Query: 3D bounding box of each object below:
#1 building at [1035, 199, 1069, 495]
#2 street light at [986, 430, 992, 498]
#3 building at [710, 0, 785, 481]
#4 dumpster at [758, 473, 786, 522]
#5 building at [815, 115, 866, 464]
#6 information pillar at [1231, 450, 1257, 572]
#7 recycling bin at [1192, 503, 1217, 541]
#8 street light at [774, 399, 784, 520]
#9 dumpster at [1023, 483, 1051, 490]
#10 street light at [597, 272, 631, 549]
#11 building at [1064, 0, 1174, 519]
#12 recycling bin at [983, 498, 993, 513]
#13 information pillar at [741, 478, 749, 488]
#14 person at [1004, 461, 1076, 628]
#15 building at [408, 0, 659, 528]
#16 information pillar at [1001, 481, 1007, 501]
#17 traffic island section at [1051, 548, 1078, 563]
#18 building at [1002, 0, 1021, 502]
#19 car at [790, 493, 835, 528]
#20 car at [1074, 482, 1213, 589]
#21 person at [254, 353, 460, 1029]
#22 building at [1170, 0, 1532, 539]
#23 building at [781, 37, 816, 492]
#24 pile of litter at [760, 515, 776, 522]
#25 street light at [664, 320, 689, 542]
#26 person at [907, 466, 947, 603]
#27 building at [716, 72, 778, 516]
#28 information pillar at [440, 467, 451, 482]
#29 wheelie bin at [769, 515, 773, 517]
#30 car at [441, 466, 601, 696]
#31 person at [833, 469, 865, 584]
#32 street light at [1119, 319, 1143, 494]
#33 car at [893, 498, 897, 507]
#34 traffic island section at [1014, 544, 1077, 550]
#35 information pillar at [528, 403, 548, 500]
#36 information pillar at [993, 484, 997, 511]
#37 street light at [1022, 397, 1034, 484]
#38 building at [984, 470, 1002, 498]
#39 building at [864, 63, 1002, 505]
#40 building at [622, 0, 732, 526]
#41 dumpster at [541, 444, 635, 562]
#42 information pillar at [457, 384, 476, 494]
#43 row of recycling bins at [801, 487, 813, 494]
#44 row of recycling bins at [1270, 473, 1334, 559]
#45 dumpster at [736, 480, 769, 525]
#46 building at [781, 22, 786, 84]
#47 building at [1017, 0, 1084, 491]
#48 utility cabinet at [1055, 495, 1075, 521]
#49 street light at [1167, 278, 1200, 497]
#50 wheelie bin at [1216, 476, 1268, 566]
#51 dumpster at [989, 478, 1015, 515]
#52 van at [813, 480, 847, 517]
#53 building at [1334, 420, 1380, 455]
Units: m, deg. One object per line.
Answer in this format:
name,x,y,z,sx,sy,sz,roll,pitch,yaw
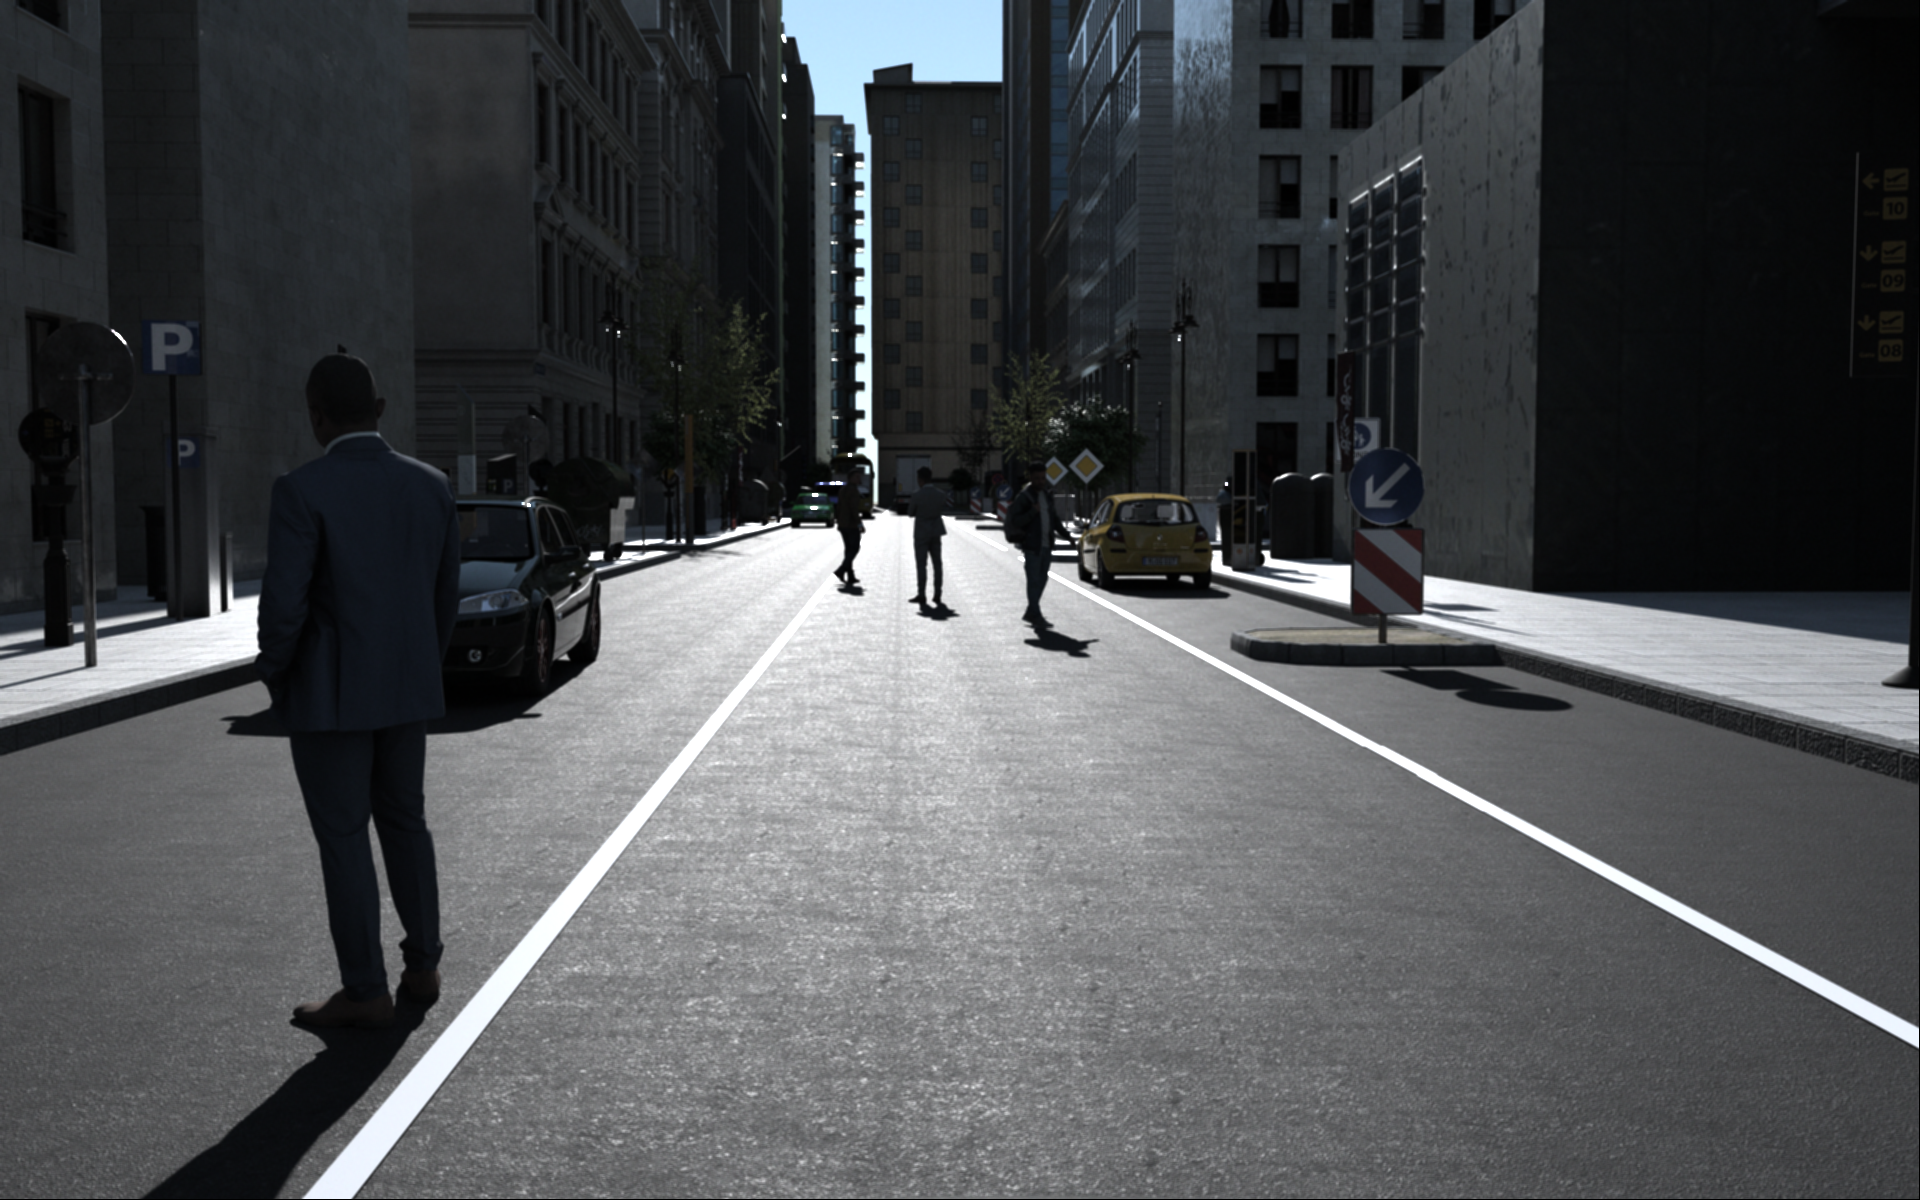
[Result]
building,11.375,-16.761,110.192,11.583,22.565,21.152,0,4,-2
street light,1.993,-9.008,120.065,0.468,5.910,1.993,0,4,-2
building,-20.388,-27.088,126.490,14.154,41.232,14.086,0,4,-2
dumpster,-8.732,-4.678,78.972,1.502,2.255,1.985,0,4,-2
building,-27.143,-36.540,217.043,30.456,49.044,23.786,0,4,-2
information pillar,4.720,-1.485,28.778,0.304,2.012,0.304,3,4,36
recycling bin,6.647,-2.162,47.906,0.722,1.027,0.722,-1,4,-12
street light,-8.807,-6.838,84.595,0.468,5.910,1.993,0,4,-2
dumpster,3.534,-4.498,79.300,1.264,1.857,1.865,0,4,-2
street light,-7.233,-3.886,36.317,0.468,5.910,1.993,0,4,-2
building,12.078,-18.780,84.553,11.434,29.767,29.804,0,4,-2
recycling bin,1.891,-6.322,115.913,0.722,1.027,0.722,0,4,1
information pillar,-9.892,-4.593,79.581,0.304,2.012,0.304,-1,4,-20
person,0.823,-0.596,18.592,0.721,1.781,0.623,2,4,34
building,-17.283,-13.554,57.763,11.583,22.565,21.152,0,4,-2
information pillar,2.429,-5.560,95.401,0.304,2.012,0.304,0,4,3
traffic island section,2.757,-0.938,37.610,2.009,0.180,2.903,0,4,-2
building,14.303,-37.621,157.107,21.231,58.520,28.212,0,4,-2
car,-6.420,-4.087,75.619,1.959,1.807,4.718,0,4,-2
car,2.880,-1.065,27.637,2.015,1.641,3.980,0,4,-3
person,-1.605,0.243,4.702,0.419,1.800,0.721,2,4,27
building,15.797,-12.181,53.917,16.860,20.320,10.420,0,4,-2
building,-26.187,-34.120,181.561,21.600,48.544,21.300,0,4,-2
pile of litter,-9.129,-4.111,81.179,1.176,0.858,1.719,1,4,10
street light,-7.536,-4.489,46.177,0.468,5.910,1.993,0,4,-2
person,-0.464,-0.877,23.016,0.511,1.800,0.466,-3,5,-42
building,-18.974,-19.034,104.717,14.314,27.812,24.014,0,4,-2
information pillar,-14.158,-2.643,47.709,0.304,2.012,0.304,-1,4,-15
wheelie bin,-10.982,-5.536,98.419,0.980,1.594,0.693,1,4,9
car,-3.882,-0.225,13.467,2.009,1.686,4.222,0,4,-4
person,-1.754,-1.180,27.706,0.656,1.842,0.836,2,4,26
street light,4.520,-4.469,45.860,0.468,5.910,1.993,0,4,-2
car,-6.434,-11.080,193.164,2.014,1.417,4.499,0,4,-4
traffic island section,2.485,-1.426,45.591,2.009,0.180,2.903,0,4,-2
information pillar,-10.916,-3.268,44.794,0.504,3.616,0.183,0,4,-7
information pillar,2.493,-7.100,120.573,0.304,2.012,0.304,2,4,29
street light,3.230,-6.735,82.899,0.468,5.910,1.993,0,4,-2
building,13.298,-45.470,181.689,20.563,71.187,20.611,0,4,-2
building,1.857,-38.652,221.197,27.495,52.752,28.713,0,4,-2
building,-18.535,-17.906,80.153,14.401,28.519,23.554,0,4,-2
dumpster,-7.161,-1.888,33.369,1.502,2.255,1.985,0,4,-2
information pillar,-10.528,-2.789,36.949,0.504,3.616,0.183,2,4,34
row of recycling bins,-9.503,-5.985,104.969,1.069,1.692,3.534,0,4,1
row of recycling bins,7.688,-1.719,35.216,3.534,1.692,1.069,-3,5,-39
dumpster,-8.540,-4.009,71.313,1.264,1.857,1.865,0,4,-2
building,-26.513,-32.380,149.020,23.786,49.044,30.456,0,4,-2
building,11.883,-29.733,136.249,14.600,45.320,14.200,0,4,-2
utility cabinet,4.926,-4.345,82.207,1.020,1.237,0.306,-1,4,-21
street light,4.787,-3.940,37.201,0.468,5.910,1.993,0,4,-2
wheelie bin,5.006,-1.410,30.963,0.980,1.594,0.693,-2,4,-25
dumpster,2.560,-6.300,105.503,1.502,2.255,1.985,0,4,-2
van,-6.652,-5.237,90.015,2.240,2.365,5.245,0,4,-1
building,47.722,-34.264,183.924,21.600,48.544,21.300,0,4,-2
